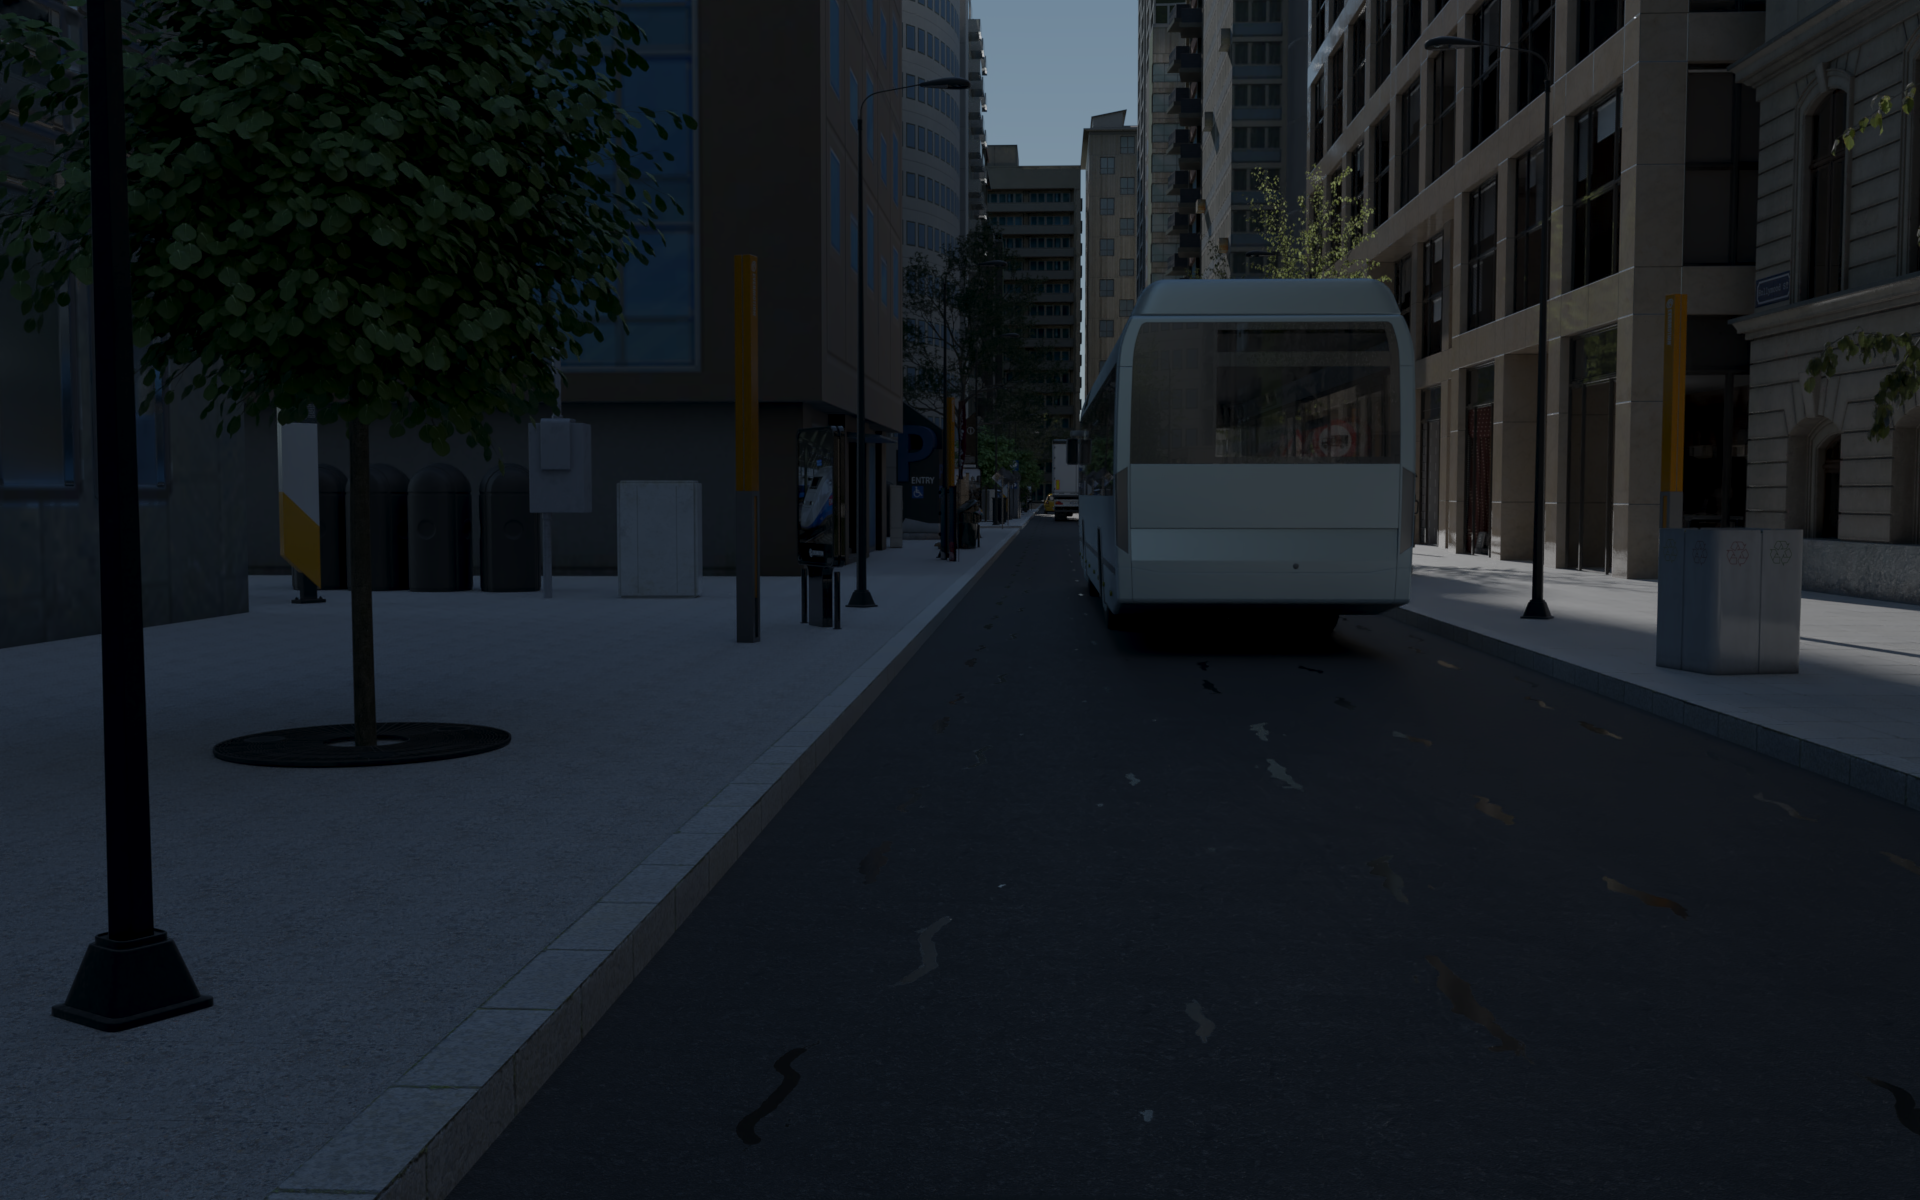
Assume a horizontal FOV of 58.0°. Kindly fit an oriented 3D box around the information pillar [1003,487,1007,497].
[{"bbox_3d":[2.454,-6.112,91.278,0.504,3.616,0.183,-2,4,-32],"label":"information pillar"}]

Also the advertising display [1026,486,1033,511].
[{"bbox_3d":[5.204,-7.874,133.950,0.974,1.923,0.123,3,5,42],"label":"advertising display"}]

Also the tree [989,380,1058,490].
[{"bbox_3d":[3.846,-9.873,111.791,4.360,8.622,3.978,0,3,0],"label":"tree"}]

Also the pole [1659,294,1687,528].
[{"bbox_3d":[7.315,-1.464,17.786,0.158,3.312,0.155,0,3,0],"label":"pole"}]

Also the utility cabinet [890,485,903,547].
[{"bbox_3d":[-1.522,-2.011,41.567,0.318,1.500,1.173,0,4,-2],"label":"utility cabinet"}]

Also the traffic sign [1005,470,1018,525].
[{"bbox_3d":[1.978,-4.131,71.187,0.795,2.450,0.064,0,4,3],"label":"traffic sign"}]

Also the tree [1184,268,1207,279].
[{"bbox_3d":[8.070,-6.461,55.993,4.737,8.622,4.395,0,3,0],"label":"tree"}]

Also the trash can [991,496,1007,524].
[{"bbox_3d":[1.689,-3.814,74.017,0.748,1.137,0.748,0,3,0],"label":"trash can"}]

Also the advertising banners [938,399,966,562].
[{"bbox_3d":[-0.146,-2.253,33.027,0.090,3.025,2.074,-1,4,-13],"label":"advertising banners"}]

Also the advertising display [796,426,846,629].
[{"bbox_3d":[-1.354,-0.707,16.770,0.123,1.923,0.974,-2,4,-27],"label":"advertising display"}]

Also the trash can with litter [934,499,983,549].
[{"bbox_3d":[-0.035,-1.769,40.312,1.055,1.170,0.624,-2,4,-27],"label":"trash can with litter"}]

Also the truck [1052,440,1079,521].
[{"bbox_3d":[6.419,-6.479,94.838,2.839,4.237,11.283,0,4,4],"label":"truck"}]

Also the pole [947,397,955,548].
[{"bbox_3d":[-0.214,-2.614,36.587,0.158,3.312,0.155,0,3,0],"label":"pole"}]

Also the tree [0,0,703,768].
[{"bbox_3d":[-2.936,-1.527,8.674,4.285,4.588,4.351,0,3,0],"label":"tree"}]

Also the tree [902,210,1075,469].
[{"bbox_3d":[0.218,-7.472,56.573,7.601,10.594,8.767,0,4,-7],"label":"tree"}]

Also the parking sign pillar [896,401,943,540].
[{"bbox_3d":[-1.132,-3.702,48.999,1.447,3.967,1.447,1,4,19],"label":"parking sign pillar"}]

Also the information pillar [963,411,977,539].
[{"bbox_3d":[0.222,-3.517,48.865,0.504,3.616,0.183,-1,4,-9],"label":"information pillar"}]

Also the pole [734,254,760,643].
[{"bbox_3d":[-1.831,-1.288,14.902,0.158,3.312,0.155,0,3,0],"label":"pole"}]

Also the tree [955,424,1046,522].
[{"bbox_3d":[1.115,-5.891,80.030,4.285,4.588,4.351,0,3,0],"label":"tree"}]

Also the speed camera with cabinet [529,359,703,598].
[{"bbox_3d":[-4.252,-1.658,21.452,2.038,3.252,0.660,0,4,-2],"label":"speed camera with cabinet"}]

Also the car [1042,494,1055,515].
[{"bbox_3d":[6.813,-6.884,122.769,2.015,1.641,3.980,0,4,2],"label":"car"}]

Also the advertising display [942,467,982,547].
[{"bbox_3d":[0.051,-2.219,41.488,0.974,1.923,0.123,-1,4,-22],"label":"advertising display"}]

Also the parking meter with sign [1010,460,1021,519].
[{"bbox_3d":[2.871,-5.732,89.972,0.543,3.016,1.738,1,4,8],"label":"parking meter with sign"}]

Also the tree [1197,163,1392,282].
[{"bbox_3d":[7.379,-5.355,37.911,4.360,8.622,3.978,0,3,0],"label":"tree"}]

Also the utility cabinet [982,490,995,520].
[{"bbox_3d":[1.371,-4.680,85.189,0.318,1.500,1.173,-1,4,-19],"label":"utility cabinet"}]

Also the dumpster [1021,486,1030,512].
[{"bbox_3d":[4.150,-7.279,121.497,1.502,2.255,1.985,0,4,3],"label":"dumpster"}]

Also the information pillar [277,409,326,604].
[{"bbox_3d":[-7.713,-1.765,20.210,0.183,3.616,0.504,2,4,35],"label":"information pillar"}]

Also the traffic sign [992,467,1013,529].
[{"bbox_3d":[1.552,-3.643,63.213,0.795,2.450,0.064,0,4,3],"label":"traffic sign"}]

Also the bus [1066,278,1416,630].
[{"bbox_3d":[2.893,-1.626,21.449,2.948,3.499,13.247,0,4,2],"label":"bus"}]

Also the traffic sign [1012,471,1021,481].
[{"bbox_3d":[2.932,-5.773,94.501,0.768,2.556,0.104,1,4,13],"label":"traffic sign"}]

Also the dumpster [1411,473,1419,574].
[{"bbox_3d":[6.646,-1.360,27.993,1.264,1.857,1.865,0,4,3],"label":"dumpster"}]
